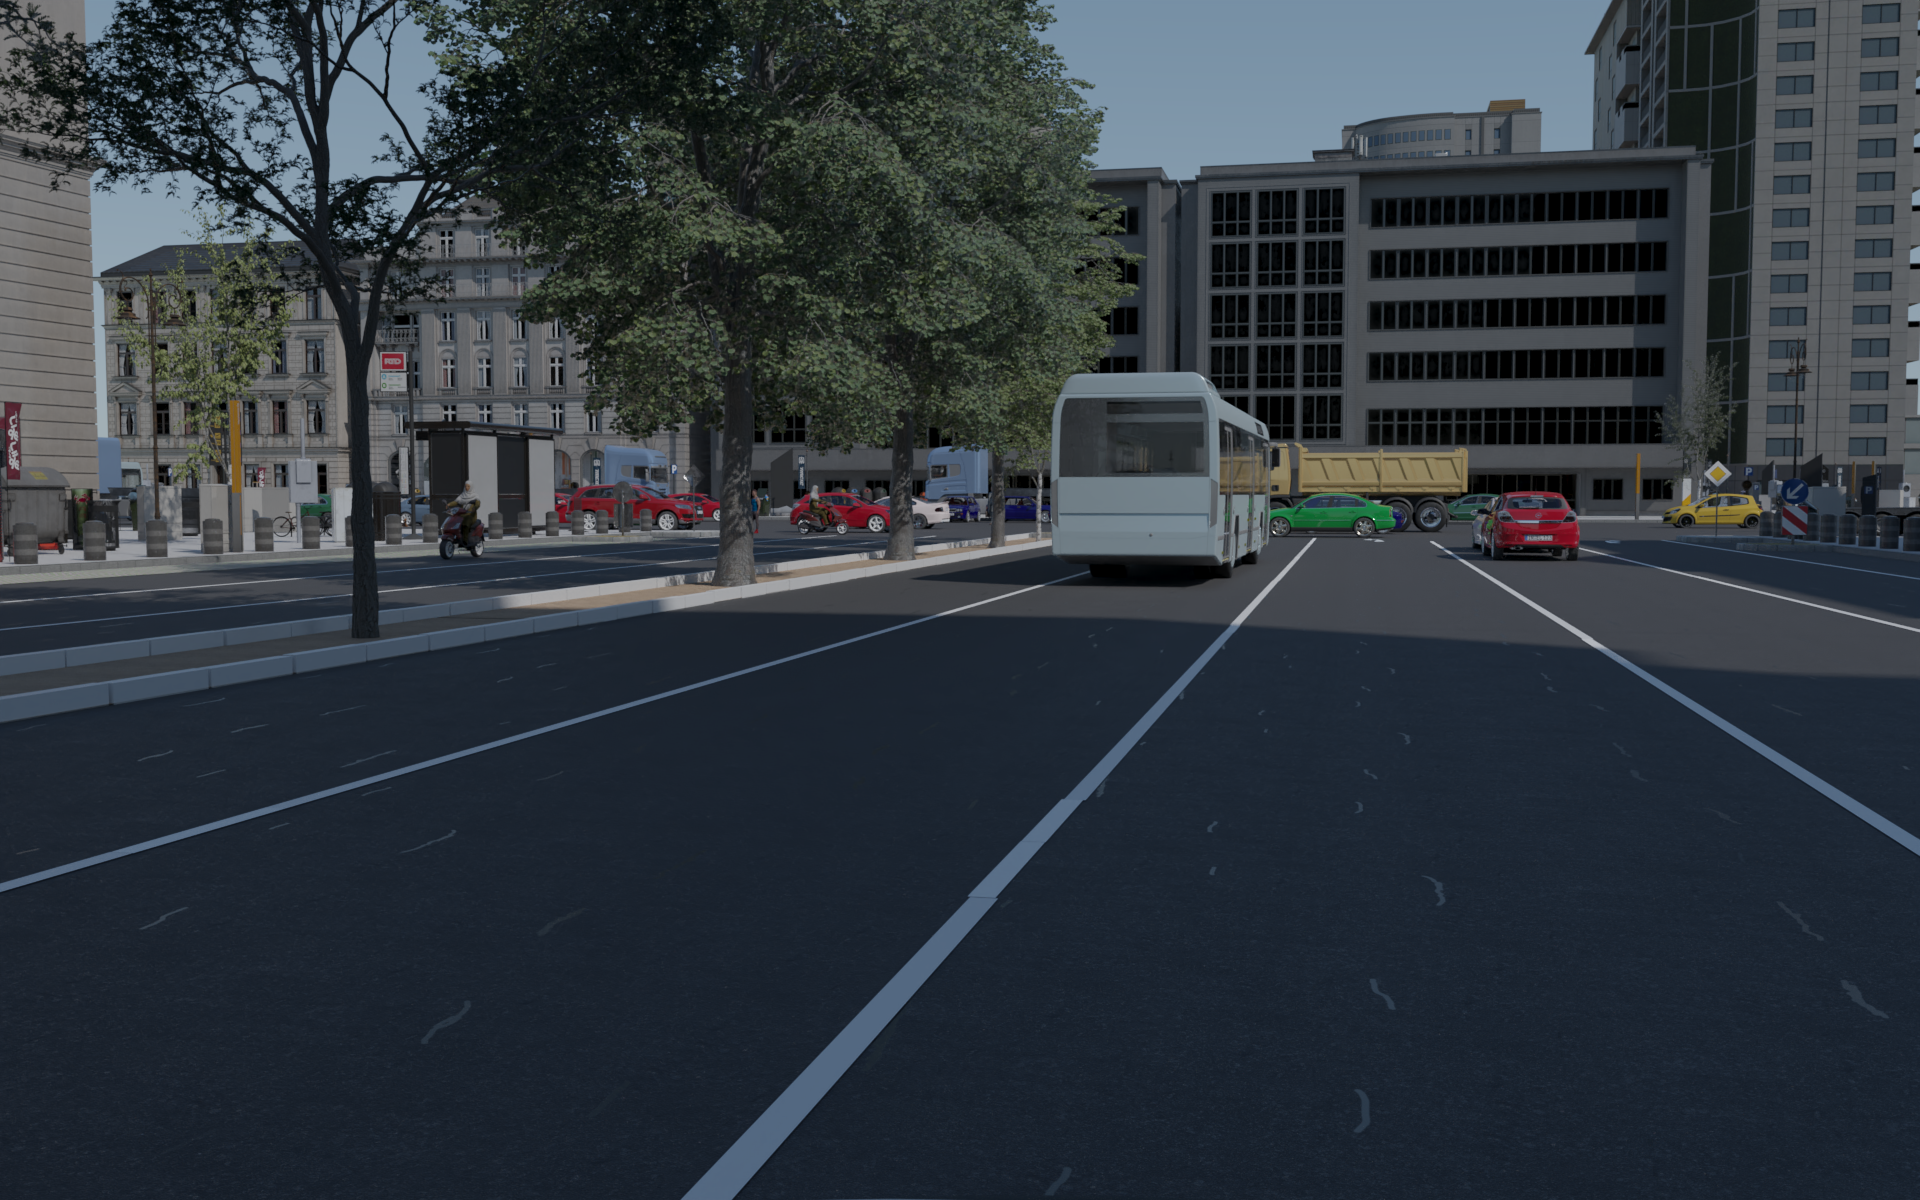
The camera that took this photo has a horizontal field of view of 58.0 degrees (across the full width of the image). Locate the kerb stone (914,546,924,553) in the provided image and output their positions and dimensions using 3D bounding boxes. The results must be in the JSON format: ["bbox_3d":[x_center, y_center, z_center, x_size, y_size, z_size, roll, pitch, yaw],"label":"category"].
[{"bbox_3d":[-1.102,-1.203,41.864,0.120,0.150,1.000,1,4,13],"label":"kerb stone"}]

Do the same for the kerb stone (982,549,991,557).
[{"bbox_3d":[0.490,-1.054,39.430,0.120,0.150,1.000,1,4,13],"label":"kerb stone"}]

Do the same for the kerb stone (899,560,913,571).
[{"bbox_3d":[-1.110,-0.622,32.390,0.120,0.150,1.000,1,4,13],"label":"kerb stone"}]

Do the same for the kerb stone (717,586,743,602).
[{"bbox_3d":[-3.188,-0.071,23.348,0.120,0.150,1.000,1,4,13],"label":"kerb stone"}]

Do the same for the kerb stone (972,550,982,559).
[{"bbox_3d":[0.272,-0.993,38.425,0.120,0.150,1.000,1,4,13],"label":"kerb stone"}]

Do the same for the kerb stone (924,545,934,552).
[{"bbox_3d":[-0.878,-1.264,42.867,0.120,0.150,1.000,1,4,13],"label":"kerb stone"}]

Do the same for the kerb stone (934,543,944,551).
[{"bbox_3d":[-0.635,-1.323,43.882,0.120,0.150,1.000,1,4,13],"label":"kerb stone"}]

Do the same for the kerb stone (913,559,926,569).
[{"bbox_3d":[-0.884,-0.682,33.393,0.120,0.150,1.000,1,4,13],"label":"kerb stone"}]

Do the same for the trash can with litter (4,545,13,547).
[{"bbox_3d":[-23.015,-1.903,42.169,2.233,1.210,1.678,2,4,24],"label":"trash can with litter"}]

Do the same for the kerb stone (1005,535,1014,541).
[{"bbox_3d":[1.430,-1.881,52.942,0.120,0.150,1.000,1,4,13],"label":"kerb stone"}]

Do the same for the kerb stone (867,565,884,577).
[{"bbox_3d":[-1.570,-0.495,30.387,0.120,0.150,1.000,1,4,13],"label":"kerb stone"}]

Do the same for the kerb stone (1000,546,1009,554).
[{"bbox_3d":[0.955,-1.177,41.439,0.120,0.150,1.000,1,4,13],"label":"kerb stone"}]

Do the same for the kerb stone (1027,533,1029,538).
[{"bbox_3d":[2.109,-2.062,55.955,0.120,0.150,1.000,1,4,13],"label":"kerb stone"}]

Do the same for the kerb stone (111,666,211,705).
[{"bbox_3d":[-5.702,0.609,12.275,0.120,0.150,1.000,1,4,13],"label":"kerb stone"}]

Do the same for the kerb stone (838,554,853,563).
[{"bbox_3d":[-2.475,-0.833,35.848,0.120,0.150,1.000,1,4,13],"label":"kerb stone"}]

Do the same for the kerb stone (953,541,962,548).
[{"bbox_3d":[-0.181,-1.450,45.896,0.120,0.150,1.000,1,4,13],"label":"kerb stone"}]

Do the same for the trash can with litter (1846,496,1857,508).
[{"bbox_3d":[60.543,-6.515,117.899,1.055,1.170,0.624,-3,5,-44],"label":"trash can with litter"}]

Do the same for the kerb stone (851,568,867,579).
[{"bbox_3d":[-1.810,-0.439,29.376,0.120,0.150,1.000,1,4,13],"label":"kerb stone"}]

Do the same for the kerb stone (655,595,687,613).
[{"bbox_3d":[-3.636,0.056,21.334,0.120,0.150,1.000,1,4,13],"label":"kerb stone"}]

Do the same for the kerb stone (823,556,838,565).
[{"bbox_3d":[-2.708,-0.774,34.846,0.120,0.150,1.000,1,4,13],"label":"kerb stone"}]

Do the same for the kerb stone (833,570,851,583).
[{"bbox_3d":[-2.027,-0.374,28.370,0.120,0.150,1.000,1,4,13],"label":"kerb stone"}]

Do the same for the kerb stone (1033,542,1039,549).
[{"bbox_3d":[1.870,-1.423,45.457,0.120,0.150,1.000,1,4,13],"label":"kerb stone"}]

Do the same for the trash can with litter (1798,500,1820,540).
[{"bbox_3d":[23.878,-2.255,48.262,1.055,1.170,0.624,3,5,41],"label":"trash can with litter"}]

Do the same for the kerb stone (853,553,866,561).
[{"bbox_3d":[-2.260,-0.896,36.853,0.120,0.150,1.000,1,4,13],"label":"kerb stone"}]

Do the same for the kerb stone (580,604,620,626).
[{"bbox_3d":[-4.091,0.175,19.328,0.120,0.150,1.000,1,4,13],"label":"kerb stone"}]

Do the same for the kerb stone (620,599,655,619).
[{"bbox_3d":[-3.870,0.114,20.333,0.120,0.150,1.000,1,4,13],"label":"kerb stone"}]

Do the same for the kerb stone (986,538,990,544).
[{"bbox_3d":[0.735,-1.696,49.921,0.120,0.150,1.000,1,4,13],"label":"kerb stone"}]

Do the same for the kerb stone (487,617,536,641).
[{"bbox_3d":[-4.554,0.301,17.317,0.120,0.150,1.000,1,4,13],"label":"kerb stone"}]

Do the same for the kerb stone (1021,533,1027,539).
[{"bbox_3d":[1.891,-2.003,54.950,0.120,0.150,1.000,1,4,13],"label":"kerb stone"}]

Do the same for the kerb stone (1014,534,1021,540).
[{"bbox_3d":[1.654,-1.942,53.950,0.120,0.150,1.000,1,4,13],"label":"kerb stone"}]

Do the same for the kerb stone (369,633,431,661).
[{"bbox_3d":[-5.017,0.426,15.315,0.120,0.150,1.000,1,4,13],"label":"kerb stone"}]

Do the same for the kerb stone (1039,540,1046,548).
[{"bbox_3d":[2.101,-1.484,46.459,0.120,0.150,1.000,1,4,13],"label":"kerb stone"}]

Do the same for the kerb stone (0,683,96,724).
[{"bbox_3d":[-5.943,0.668,11.272,0.120,0.150,1.000,1,4,13],"label":"kerb stone"}]

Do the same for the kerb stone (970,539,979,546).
[{"bbox_3d":[0.279,-1.570,47.914,0.120,0.150,1.000,1,4,13],"label":"kerb stone"}]

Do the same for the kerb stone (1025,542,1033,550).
[{"bbox_3d":[1.647,-1.355,44.450,0.120,0.150,1.000,1,4,13],"label":"kerb stone"}]

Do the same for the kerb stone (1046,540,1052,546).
[{"bbox_3d":[2.322,-1.546,47.466,0.120,0.150,1.000,1,4,13],"label":"kerb stone"}]

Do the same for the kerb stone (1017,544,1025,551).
[{"bbox_3d":[1.409,-1.296,43.445,0.120,0.150,1.000,1,4,13],"label":"kerb stone"}]

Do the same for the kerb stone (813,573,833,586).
[{"bbox_3d":[-2.257,-0.316,27.368,0.120,0.150,1.000,1,4,13],"label":"kerb stone"}]

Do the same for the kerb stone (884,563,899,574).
[{"bbox_3d":[-1.343,-0.562,31.389,0.120,0.150,1.000,1,4,13],"label":"kerb stone"}]

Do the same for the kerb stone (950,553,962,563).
[{"bbox_3d":[-0.190,-0.870,36.413,0.120,0.150,1.000,1,4,13],"label":"kerb stone"}]

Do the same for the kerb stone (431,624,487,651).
[{"bbox_3d":[-4.782,0.360,16.315,0.120,0.150,1.000,1,4,13],"label":"kerb stone"}]

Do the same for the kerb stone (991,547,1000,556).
[{"bbox_3d":[0.724,-1.112,40.431,0.120,0.150,1.000,1,4,13],"label":"kerb stone"}]

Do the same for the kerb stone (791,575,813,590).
[{"bbox_3d":[-2.483,-0.255,26.365,0.120,0.150,1.000,1,4,13],"label":"kerb stone"}]

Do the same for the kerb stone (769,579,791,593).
[{"bbox_3d":[-2.724,-0.191,25.357,0.120,0.150,1.000,1,4,13],"label":"kerb stone"}]

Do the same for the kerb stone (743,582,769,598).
[{"bbox_3d":[-2.949,-0.131,24.354,0.120,0.150,1.000,1,4,13],"label":"kerb stone"}]

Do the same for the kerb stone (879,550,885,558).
[{"bbox_3d":[-1.790,-1.019,38.854,0.120,0.150,1.000,1,4,13],"label":"kerb stone"}]

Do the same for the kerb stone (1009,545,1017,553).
[{"bbox_3d":[1.187,-1.237,42.441,0.120,0.150,1.000,1,4,13],"label":"kerb stone"}]

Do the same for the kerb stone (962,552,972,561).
[{"bbox_3d":[0.034,-0.928,37.425,0.120,0.150,1.000,1,4,13],"label":"kerb stone"}]

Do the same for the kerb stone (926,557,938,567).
[{"bbox_3d":[-0.656,-0.742,34.398,0.120,0.150,1.000,1,4,13],"label":"kerb stone"}]

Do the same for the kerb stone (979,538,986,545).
[{"bbox_3d":[0.503,-1.629,48.920,0.120,0.150,1.000,1,4,13],"label":"kerb stone"}]

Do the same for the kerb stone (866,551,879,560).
[{"bbox_3d":[-2.021,-0.958,37.853,0.120,0.150,1.000,1,4,13],"label":"kerb stone"}]

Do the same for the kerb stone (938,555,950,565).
[{"bbox_3d":[-0.422,-0.808,35.405,0.120,0.150,1.000,1,4,13],"label":"kerb stone"}]

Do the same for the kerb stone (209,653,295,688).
[{"bbox_3d":[-5.474,0.550,13.287,0.120,0.150,1.000,1,4,13],"label":"kerb stone"}]

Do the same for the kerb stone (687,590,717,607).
[{"bbox_3d":[-3.409,0.002,22.337,0.120,0.150,1.000,1,4,13],"label":"kerb stone"}]

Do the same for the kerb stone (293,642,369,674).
[{"bbox_3d":[-5.240,0.482,14.311,0.120,0.150,1.000,1,4,13],"label":"kerb stone"}]

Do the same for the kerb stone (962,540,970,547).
[{"bbox_3d":[0.045,-1.509,46.907,0.120,0.150,1.000,1,4,13],"label":"kerb stone"}]

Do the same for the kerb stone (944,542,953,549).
[{"bbox_3d":[-0.416,-1.388,44.891,0.120,0.150,1.000,1,4,13],"label":"kerb stone"}]

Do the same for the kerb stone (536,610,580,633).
[{"bbox_3d":[-4.326,0.237,18.327,0.120,0.150,1.000,1,4,13],"label":"kerb stone"}]
